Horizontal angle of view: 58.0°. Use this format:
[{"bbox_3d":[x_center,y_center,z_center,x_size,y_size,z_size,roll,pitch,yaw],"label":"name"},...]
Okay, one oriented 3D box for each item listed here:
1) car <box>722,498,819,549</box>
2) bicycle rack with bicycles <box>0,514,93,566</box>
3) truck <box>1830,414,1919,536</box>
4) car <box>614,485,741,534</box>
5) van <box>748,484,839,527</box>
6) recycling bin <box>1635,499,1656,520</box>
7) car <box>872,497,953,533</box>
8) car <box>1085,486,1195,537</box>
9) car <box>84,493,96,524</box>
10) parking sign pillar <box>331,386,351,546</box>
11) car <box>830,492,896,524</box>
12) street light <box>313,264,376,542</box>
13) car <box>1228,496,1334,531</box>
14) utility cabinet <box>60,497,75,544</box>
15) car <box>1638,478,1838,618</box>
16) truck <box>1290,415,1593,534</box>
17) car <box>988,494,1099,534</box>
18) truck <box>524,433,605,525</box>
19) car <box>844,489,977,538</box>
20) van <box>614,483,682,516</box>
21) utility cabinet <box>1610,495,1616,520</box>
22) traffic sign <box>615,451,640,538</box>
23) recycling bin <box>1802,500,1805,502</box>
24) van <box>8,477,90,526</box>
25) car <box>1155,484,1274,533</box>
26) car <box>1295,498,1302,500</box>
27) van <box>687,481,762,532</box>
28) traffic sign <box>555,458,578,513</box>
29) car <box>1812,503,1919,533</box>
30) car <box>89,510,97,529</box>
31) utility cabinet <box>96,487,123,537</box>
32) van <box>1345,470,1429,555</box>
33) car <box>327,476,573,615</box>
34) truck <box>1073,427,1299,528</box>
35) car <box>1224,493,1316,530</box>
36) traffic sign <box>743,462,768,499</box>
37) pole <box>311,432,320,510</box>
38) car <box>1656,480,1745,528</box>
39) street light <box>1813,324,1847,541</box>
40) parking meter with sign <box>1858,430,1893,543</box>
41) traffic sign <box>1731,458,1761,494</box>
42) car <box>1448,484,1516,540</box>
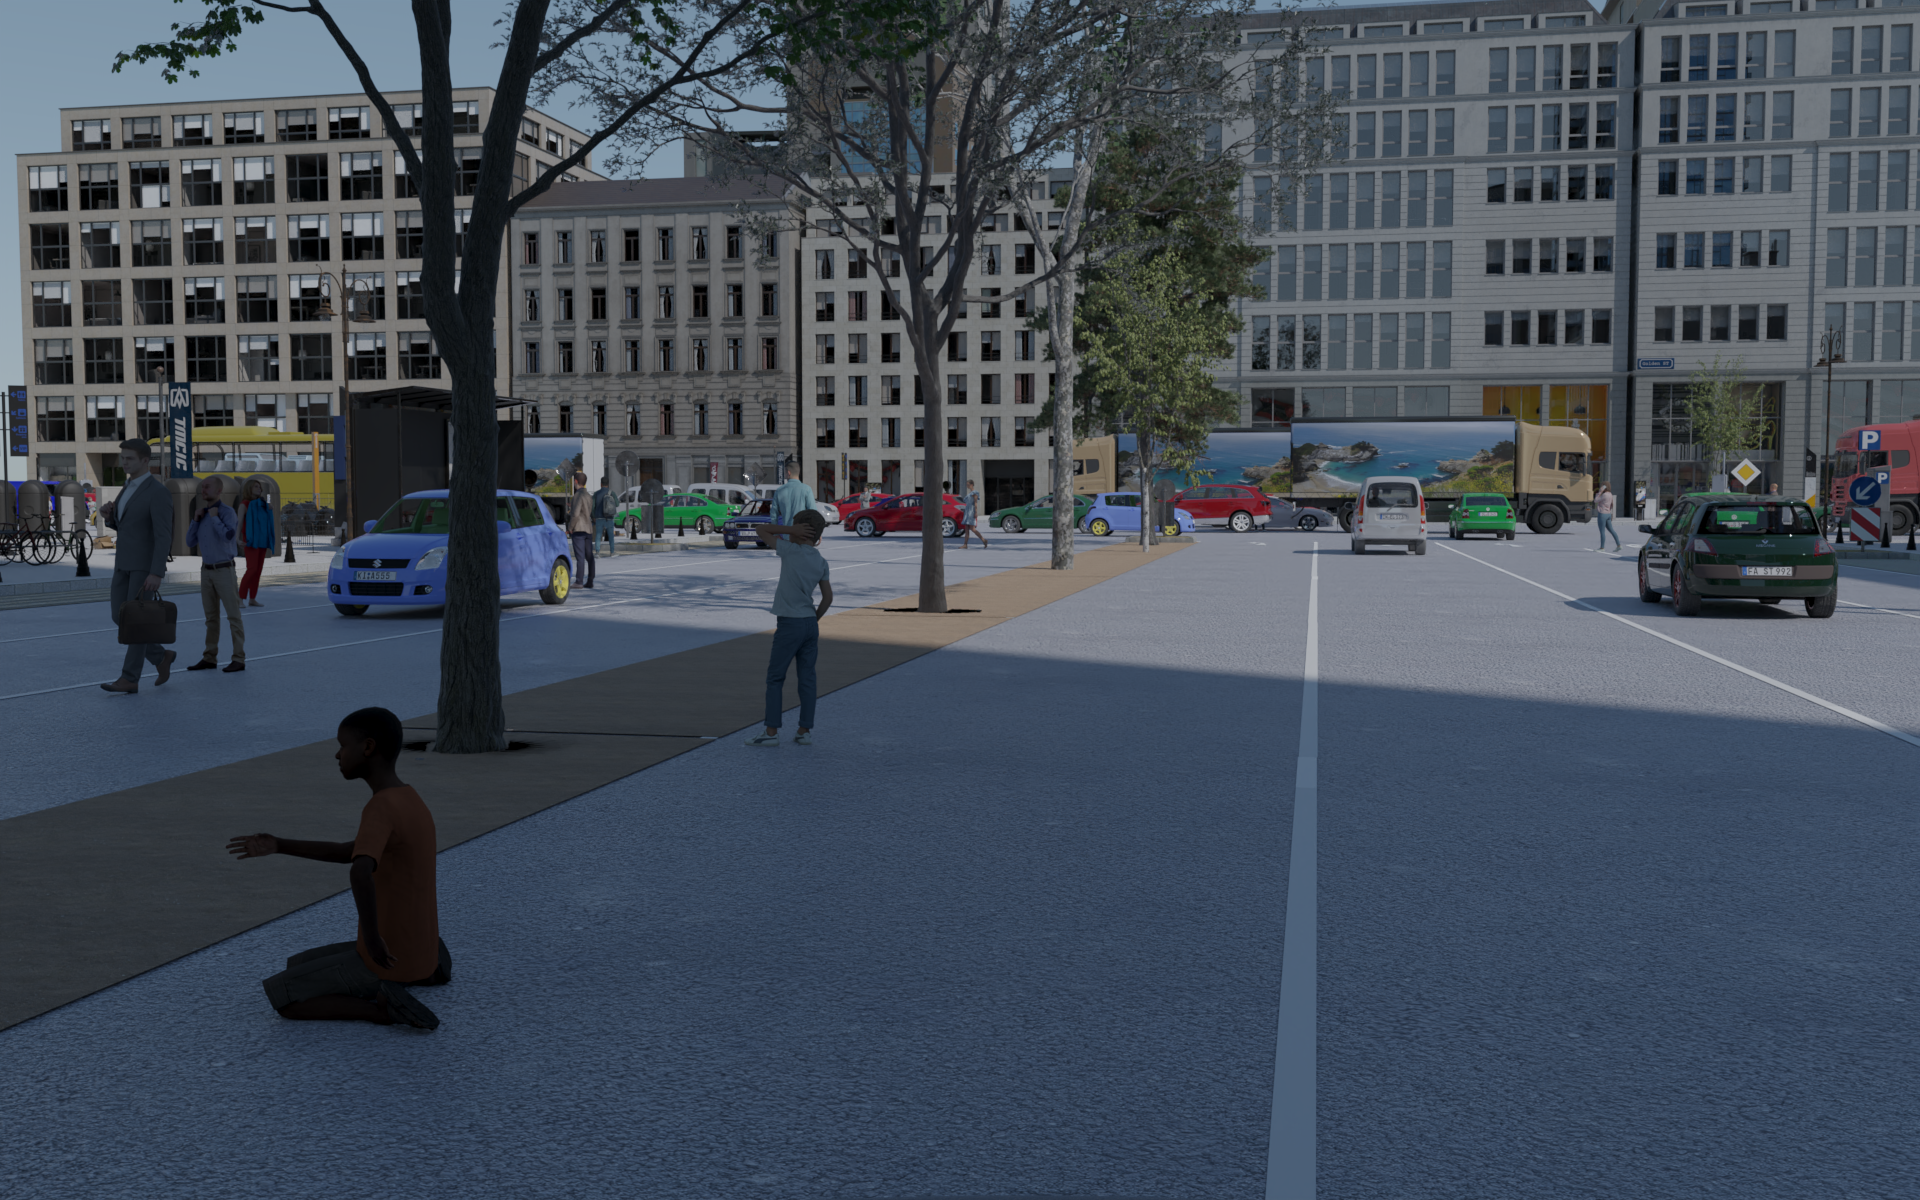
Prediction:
[{"bbox_3d":[-4.994,-2.050,46.096,1.945,1.354,3.894,1,4,12],"label":"car"},{"bbox_3d":[-17.204,-1.110,31.524,2.852,0.926,2.925,2,4,32],"label":"bicycle rack with bicycles"},{"bbox_3d":[35.570,-4.320,59.551,11.283,4.237,2.839,1,4,11],"label":"truck"},{"bbox_3d":[-10.130,-3.258,62.058,4.718,1.807,1.959,1,4,12],"label":"car"},{"bbox_3d":[-7.291,-4.166,75.131,4.112,2.044,2.013,1,4,11],"label":"van"},{"bbox_3d":[34.496,-4.563,87.151,0.722,1.027,0.722,-1,4,-16],"label":"recycling bin"},{"bbox_3d":[-1.473,-3.211,65.072,3.894,1.354,1.945,1,4,12],"label":"car"},{"bbox_3d":[6.101,-2.998,58.615,3.694,1.707,1.945,1,4,13],"label":"car"},{"bbox_3d":[-43.344,-4.633,84.797,4.494,1.783,2.155,1,4,12],"label":"car"},{"bbox_3d":[-14.863,-3.329,42.905,1.447,3.967,1.447,1,4,21],"label":"parking sign pillar"},{"bbox_3d":[-4.743,-4.380,80.654,4.494,1.783,2.155,1,4,11],"label":"car"},{"bbox_3d":[-12.356,-3.801,34.926,0.468,5.910,1.993,1,4,12],"label":"street light"},{"bbox_3d":[12.226,-3.402,67.990,4.827,1.381,2.083,1,4,13],"label":"car"},{"bbox_3d":[-23.015,-2.051,44.689,0.306,1.237,1.020,-2,4,-28],"label":"utility cabinet"},{"bbox_3d":[9.588,-0.720,21.558,2.009,1.686,4.222,1,4,13],"label":"car"},{"bbox_3d":[17.777,-4.545,63.227,11.283,4.237,2.839,1,4,12],"label":"truck"},{"bbox_3d":[3.452,-3.152,63.332,4.920,1.459,2.131,1,4,13],"label":"car"},{"bbox_3d":[-22.424,-5.664,81.517,11.283,4.237,2.839,1,4,13],"label":"truck"},{"bbox_3d":[-1.674,-2.968,57.560,4.494,1.783,2.155,1,4,12],"label":"car"},{"bbox_3d":[-14.635,-4.384,78.684,4.112,2.044,2.013,1,4,11],"label":"van"},{"bbox_3d":[32.039,-4.558,85.677,0.306,1.237,1.020,-1,4,-11],"label":"utility cabinet"},{"bbox_3d":[-9.735,-3.092,50.666,0.768,2.556,0.104,1,4,12],"label":"traffic sign"},{"bbox_3d":[37.955,-4.052,78.804,0.722,1.027,0.722,0,4,4],"label":"recycling bin"},{"bbox_3d":[-42.077,-4.526,78.386,5.245,2.365,2.240,1,4,13],"label":"van"},{"bbox_3d":[9.041,-3.432,64.794,5.304,1.827,2.281,1,4,11],"label":"car"},{"bbox_3d":[14.620,-4.192,81.126,3.894,1.354,1.945,1,4,11],"label":"car"},{"bbox_3d":[-8.465,-3.640,66.529,4.112,2.044,2.013,1,4,13],"label":"van"},{"bbox_3d":[-12.495,-3.292,55.004,0.795,2.450,0.064,1,4,16],"label":"traffic sign"},{"bbox_3d":[33.783,-3.243,64.816,4.920,1.459,2.131,1,4,11],"label":"car"},{"bbox_3d":[-32.437,-3.568,68.561,3.980,1.641,2.015,1,4,13],"label":"car"},{"bbox_3d":[-25.161,-2.633,51.733,0.318,1.500,1.173,2,4,29],"label":"utility cabinet"},{"bbox_3d":[10.414,-2.151,42.174,2.013,2.044,4.112,1,4,11],"label":"van"},{"bbox_3d":[-6.251,-0.721,21.386,1.945,1.707,3.694,1,4,12],"label":"car"},{"bbox_3d":[9.211,-5.253,74.801,11.283,4.237,2.839,1,4,13],"label":"truck"},{"bbox_3d":[12.478,-3.743,70.239,4.494,1.783,2.155,1,4,11],"label":"car"},{"bbox_3d":[-6.362,-3.073,53.887,0.795,2.450,0.064,1,4,12],"label":"traffic sign"},{"bbox_3d":[-21.209,-3.865,57.029,0.158,3.312,0.155,0,3,0],"label":"pole"},{"bbox_3d":[16.154,-1.737,37.199,1.959,1.807,4.718,1,4,13],"label":"car"},{"bbox_3d":[23.691,-4.556,47.278,0.468,5.910,1.993,1,4,12],"label":"street light"},{"bbox_3d":[24.605,-3.070,46.450,0.543,3.016,1.738,1,4,12],"label":"parking meter with sign"},{"bbox_3d":[21.786,-2.718,48.076,0.795,2.450,0.064,1,4,12],"label":"traffic sign"},{"bbox_3d":[16.605,-2.837,55.179,1.959,1.807,4.718,1,4,12],"label":"car"}]
